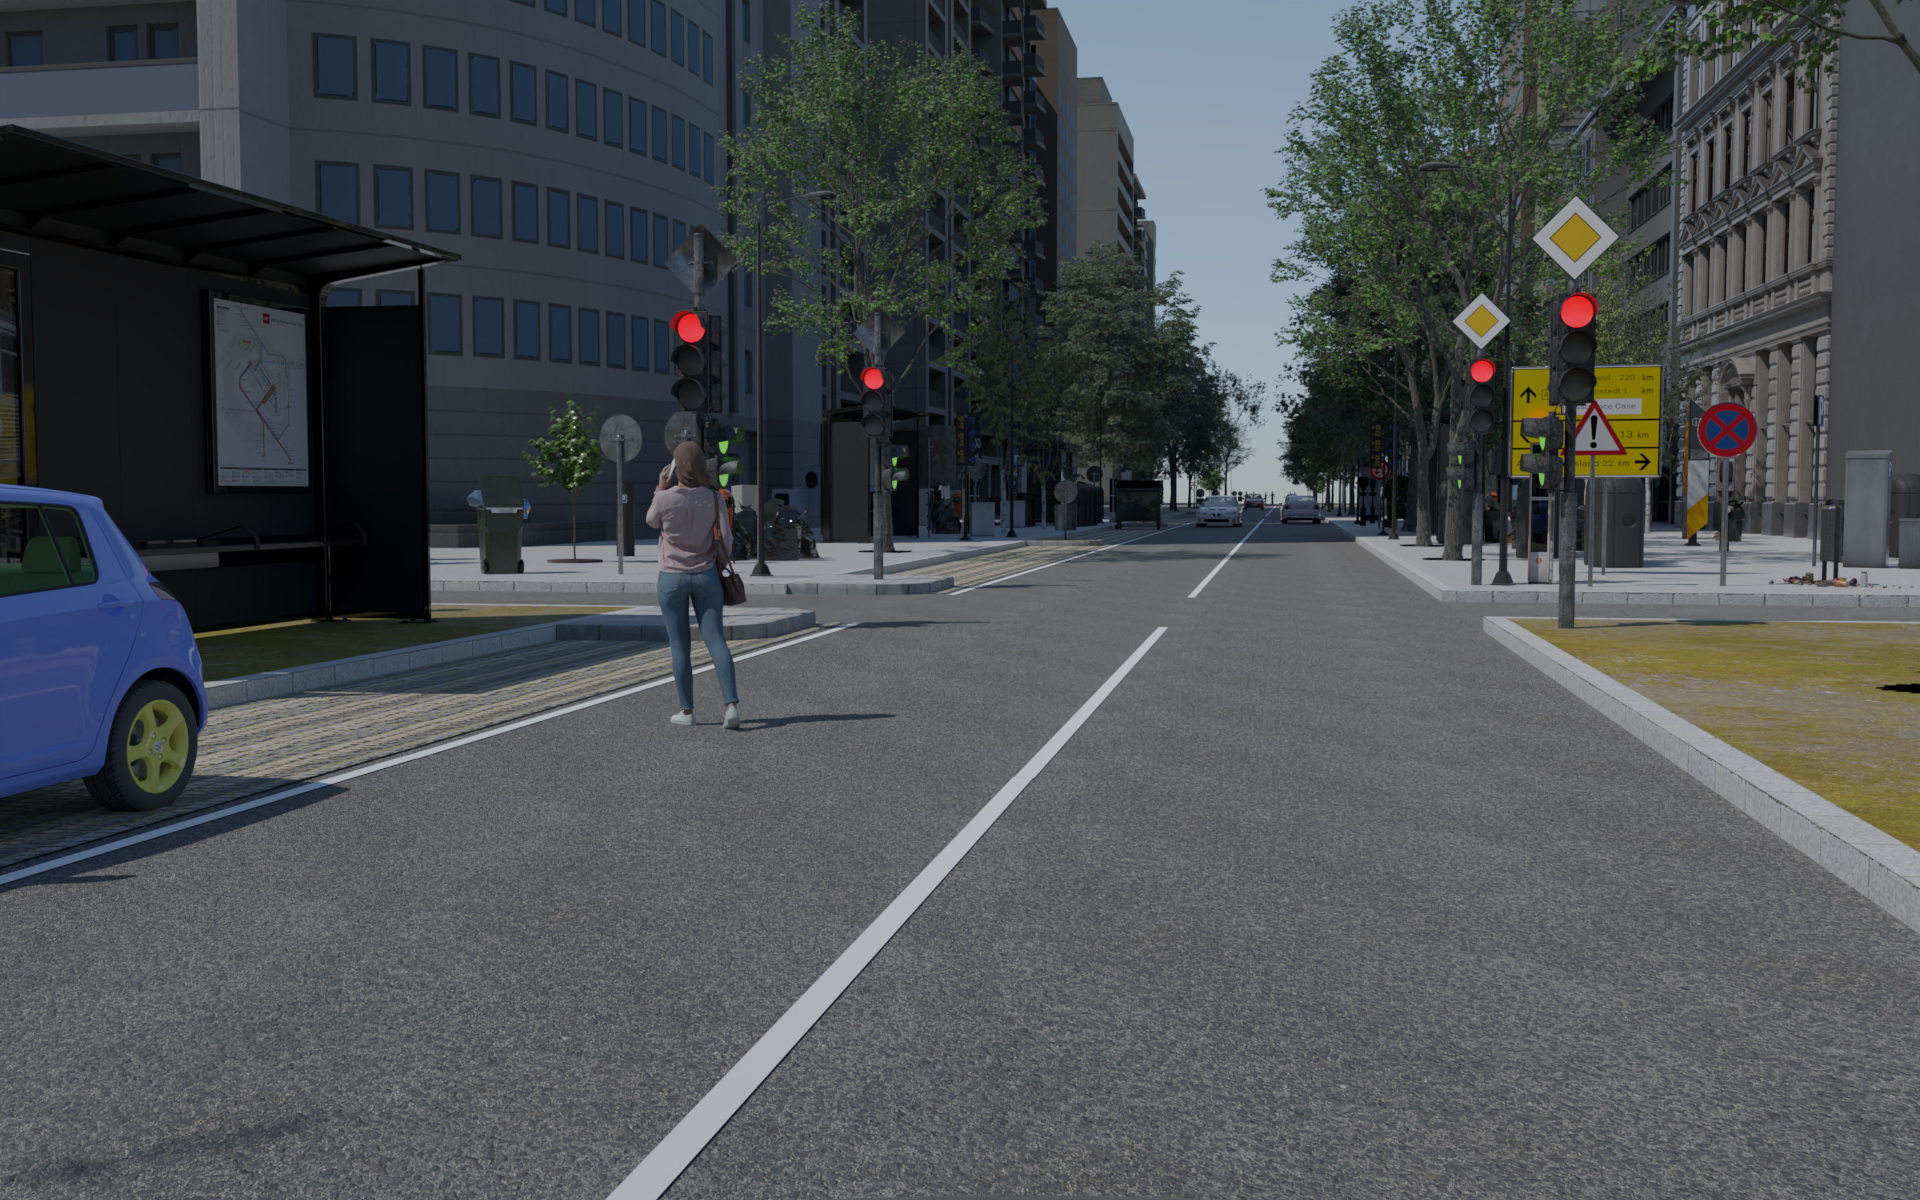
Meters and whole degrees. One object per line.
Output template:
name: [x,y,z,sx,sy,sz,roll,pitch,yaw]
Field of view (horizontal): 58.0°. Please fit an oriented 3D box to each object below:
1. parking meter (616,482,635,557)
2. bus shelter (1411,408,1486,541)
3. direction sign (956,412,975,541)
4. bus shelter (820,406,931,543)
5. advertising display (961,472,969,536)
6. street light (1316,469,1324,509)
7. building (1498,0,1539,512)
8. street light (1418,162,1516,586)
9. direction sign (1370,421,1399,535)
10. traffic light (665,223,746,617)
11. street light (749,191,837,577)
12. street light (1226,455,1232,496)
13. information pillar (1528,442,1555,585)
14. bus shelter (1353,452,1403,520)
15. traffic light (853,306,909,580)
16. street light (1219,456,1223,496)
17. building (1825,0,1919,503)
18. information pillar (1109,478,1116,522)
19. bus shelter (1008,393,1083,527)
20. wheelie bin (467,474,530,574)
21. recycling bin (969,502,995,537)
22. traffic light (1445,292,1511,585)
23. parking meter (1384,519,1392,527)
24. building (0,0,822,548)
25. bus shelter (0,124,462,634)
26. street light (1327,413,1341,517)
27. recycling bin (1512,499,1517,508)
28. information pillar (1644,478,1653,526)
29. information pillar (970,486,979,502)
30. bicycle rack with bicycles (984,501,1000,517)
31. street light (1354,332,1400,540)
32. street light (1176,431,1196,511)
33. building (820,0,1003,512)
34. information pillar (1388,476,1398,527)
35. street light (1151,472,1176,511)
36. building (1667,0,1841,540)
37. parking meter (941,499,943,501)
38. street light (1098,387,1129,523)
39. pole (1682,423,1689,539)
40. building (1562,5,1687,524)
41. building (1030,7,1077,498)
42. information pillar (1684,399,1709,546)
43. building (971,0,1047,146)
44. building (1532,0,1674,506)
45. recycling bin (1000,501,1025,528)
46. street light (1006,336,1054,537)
parking meter: [-6.890,-1.667,35.659,0.372,1.533,0.369,0,3,0]
bus shelter: [14.111,-3.606,50.239,1.731,3.624,6.357,1,4,11]
direction sign: [0.162,-3.419,47.898,0.379,3.537,0.876,2,4,35]
bus shelter: [-2.263,-3.472,48.049,1.731,3.624,6.357,1,4,11]
advertising display: [0.145,-2.741,50.030,0.123,1.923,0.974,0,4,-6]
street light: [21.501,-7.827,100.506,1.470,5.913,1.316,1,4,11]
building: [45.247,-28.756,120.274,14.600,45.320,14.200,1,4,11]
street light: [7.114,-3.167,24.319,1.470,5.913,1.316,1,4,11]
direction sign: [13.207,-3.789,53.943,0.876,3.537,0.379,1,4,8]
traffic light: [-2.685,-1.780,18.029,0.839,4.253,0.868,1,4,11]
street light: [-2.578,-3.319,26.802,1.470,5.913,1.316,1,4,11]
street light: [31.647,-14.369,207.475,1.470,5.913,1.316,1,4,11]
information pillar: [8.273,-1.232,24.637,0.304,2.012,0.304,2,4,29]
bus shelter: [19.635,-5.365,81.638,2.014,3.302,5.546,1,4,11]
traffic light: [-1.205,-2.260,25.876,0.839,4.253,0.868,1,4,11]
street light: [26.969,-12.892,183.331,1.470,5.913,1.316,1,4,11]
building: [33.857,-14.900,37.117,24.014,27.812,14.314,1,4,11]
information pillar: [6.953,-4.518,78.355,0.304,2.012,0.304,-2,4,-33]
bus shelter: [3.470,-5.728,71.284,2.179,5.291,8.768,1,4,10]
wheelie bin: [-7.443,-1.222,27.895,0.980,1.594,0.693,-2,4,-28]
recycling bin: [0.667,-2.450,52.616,0.722,1.027,0.722,0,4,-4]
traffic light: [7.261,-2.164,24.301,0.839,4.253,0.868,1,4,11]
parking meter: [16.610,-3.753,67.080,0.255,1.863,0.399,3,5,43]
building: [-18.145,-31.229,52.597,21.231,58.520,28.212,1,4,11]
bus shelter: [-6.300,-1.405,14.254,1.731,3.624,6.357,1,4,11]
street light: [16.372,-6.178,73.557,1.470,5.913,1.316,1,4,11]
recycling bin: [26.353,-4.191,81.084,0.722,1.027,0.722,-1,4,-15]
information pillar: [27.602,-3.973,69.447,0.304,2.012,0.304,1,4,19]
information pillar: [0.547,-3.948,69.039,0.304,2.012,0.304,3,4,36]
bicycle rack with bicycles: [2.117,-4.796,91.789,2.852,0.926,2.925,-1,4,-20]
street light: [11.714,-4.665,48.818,1.470,5.913,1.316,1,4,11]
street light: [16.473,-9.481,127.560,1.470,5.913,1.316,1,4,11]
building: [-7.979,-41.300,113.507,20.563,71.187,20.611,1,4,11]
information pillar: [17.100,-3.911,68.434,0.304,2.012,0.304,3,5,43]
street light: [11.920,-7.979,102.998,1.470,5.913,1.316,1,4,11]
building: [30.343,-13.869,55.643,11.050,23.489,19.941,1,4,11]
parking meter: [-1.108,-5.691,98.751,0.255,1.863,0.399,-1,4,-18]
street light: [6.664,-6.294,75.447,1.470,5.913,1.316,1,4,11]
pole: [20.827,-3.409,49.582,0.158,3.312,0.155,0,3,0]
building: [37.303,-15.956,79.940,14.314,24.678,30.058,1,4,11]
building: [2.991,-31.139,159.233,14.600,45.320,14.200,1,4,11]
information pillar: [18.231,-3.146,42.800,0.504,3.616,0.183,0,4,3]
building: [-5.110,-29.619,138.901,22.147,44.769,28.867,1,4,11]
building: [42.525,-25.869,106.546,14.154,41.232,14.086,1,4,11]
recycling bin: [2.006,-3.267,65.968,0.722,1.027,0.722,-2,4,-28]
street light: [2.065,-4.805,51.102,1.470,5.913,1.316,1,4,11]
